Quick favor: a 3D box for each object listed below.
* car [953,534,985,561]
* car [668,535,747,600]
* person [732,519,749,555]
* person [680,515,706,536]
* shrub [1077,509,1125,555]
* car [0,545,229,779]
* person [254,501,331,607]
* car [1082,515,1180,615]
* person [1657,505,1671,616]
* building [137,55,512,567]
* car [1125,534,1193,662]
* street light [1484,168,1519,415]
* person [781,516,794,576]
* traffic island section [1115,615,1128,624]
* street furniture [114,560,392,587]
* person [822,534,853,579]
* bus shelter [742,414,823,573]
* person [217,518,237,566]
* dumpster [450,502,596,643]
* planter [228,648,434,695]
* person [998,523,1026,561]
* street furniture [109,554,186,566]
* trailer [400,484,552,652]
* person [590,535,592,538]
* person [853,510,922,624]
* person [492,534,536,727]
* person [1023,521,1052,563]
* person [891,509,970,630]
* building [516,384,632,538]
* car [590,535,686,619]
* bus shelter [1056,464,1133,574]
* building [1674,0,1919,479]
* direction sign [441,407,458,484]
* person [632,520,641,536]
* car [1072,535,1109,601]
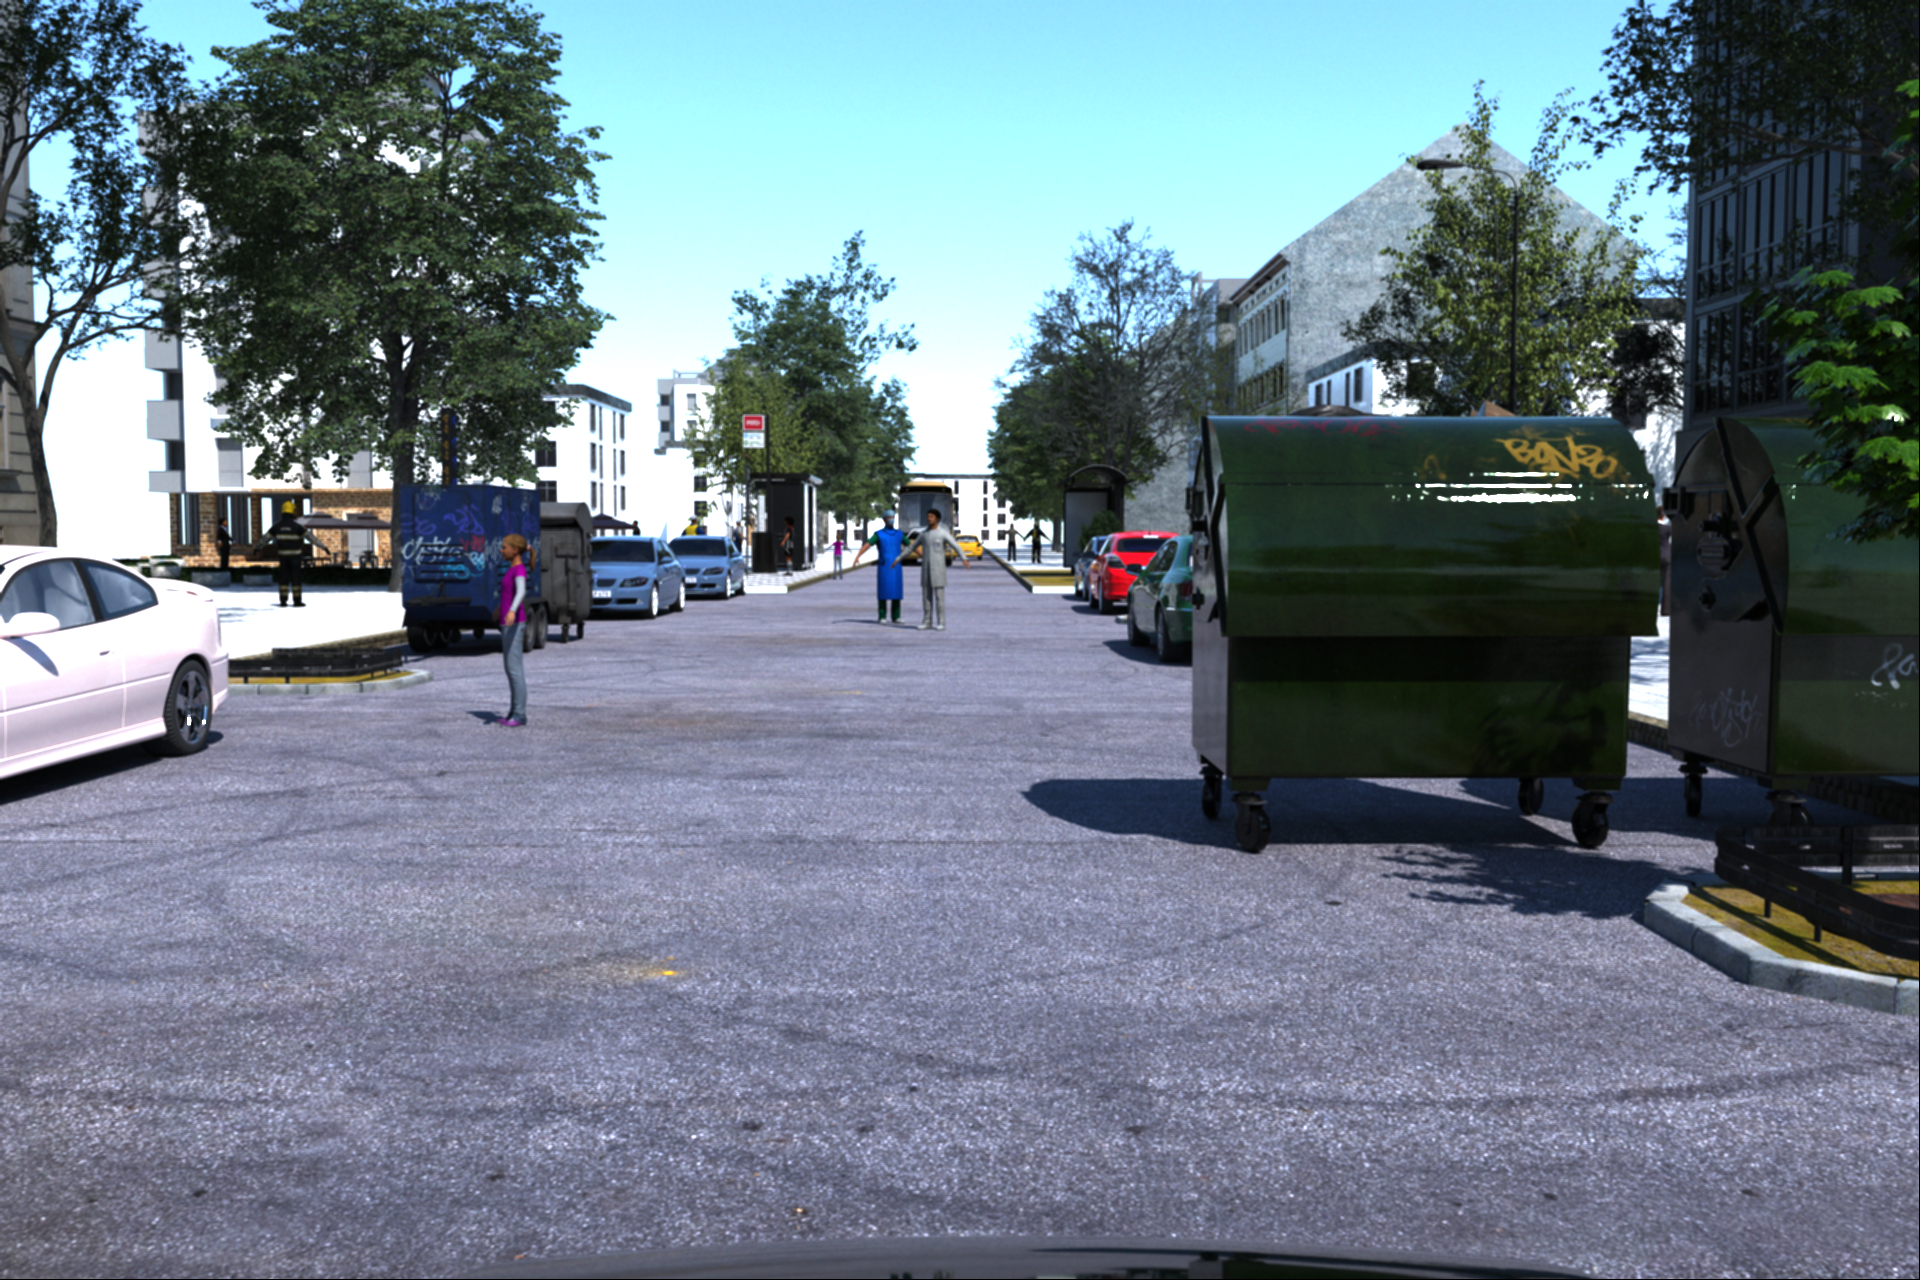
[{"bbox_3d":[0.360,-5.197,95.191,2.015,1.641,3.980,0,4,0],"label":"car"},{"bbox_3d":[-5.888,-1.664,39.210,2.014,1.417,4.499,0,4,0],"label":"car"},{"bbox_3d":[-8.400,-3.669,65.849,0.705,1.847,1.347,-2,4,-32],"label":"person"},{"bbox_3d":[-7.532,-2.641,49.152,1.349,1.833,0.705,2,4,31],"label":"person"},{"bbox_3d":[4.014,-2.636,47.514,1.690,2.028,1.600,0,3,0],"label":"shrub"},{"bbox_3d":[-5.895,0.151,9.895,2.083,1.381,4.827,0,4,0],"label":"car"},{"bbox_3d":[-11.781,-1.511,30.476,1.351,1.858,0.704,0,3,0],"label":"person"},{"bbox_3d":[3.387,-1.422,32.286,2.155,1.783,4.494,0,4,0],"label":"car"},{"bbox_3d":[11.086,-1.239,27.105,0.742,1.727,0.445,0,4,6],"label":"person"},{"bbox_3d":[-26.490,-13.059,69.929,16.016,20.090,11.380,0,3,0],"label":"building"},{"bbox_3d":[3.110,-0.549,20.769,2.131,1.459,4.920,0,4,-1],"label":"car"},{"bbox_3d":[7.431,-2.999,21.583,1.470,5.913,1.316,0,4,0],"label":"street light"},{"bbox_3d":[-5.300,-2.885,53.310,0.704,1.843,1.345,0,4,3],"label":"person"},{"bbox_3d":[3.543,-0.321,28.120,1.991,0.108,1.994,0,4,1],"label":"traffic island section"},{"bbox_3d":[-17.066,-1.773,44.615,10.072,0.657,5.734,-1,4,-14],"label":"street furniture"},{"bbox_3d":[-3.876,-2.635,54.804,0.991,1.433,0.599,-1,4,-15],"label":"person"},{"bbox_3d":[-6.215,-5.081,60.714,2.179,5.291,8.768,0,4,0],"label":"bus shelter"},{"bbox_3d":[-20.991,-2.623,49.604,0.721,1.740,1.216,0,4,-3],"label":"person"},{"bbox_3d":[-5.898,-0.914,23.167,1.865,1.857,1.264,0,3,0],"label":"dumpster"},{"bbox_3d":[-6.134,0.289,16.420,1.991,0.319,1.994,0,4,1],"label":"planter"},{"bbox_3d":[2.438,-4.598,81.313,1.348,1.813,0.705,0,4,2],"label":"person"},{"bbox_3d":[-28.508,-2.471,56.029,5.734,0.657,10.072,-2,4,-35],"label":"street furniture"},{"bbox_3d":[-5.911,-0.825,20.541,1.471,1.999,3.904,0,3,0],"label":"trailer"},{"bbox_3d":[-17.870,-4.613,81.563,1.346,1.812,0.704,-2,4,-29],"label":"person"},{"bbox_3d":[-1.107,-1.162,27.575,1.347,1.817,0.704,-2,4,-26],"label":"person"},{"bbox_3d":[-3.396,-0.075,12.942,0.599,1.433,0.991,-1,4,-20],"label":"person"},{"bbox_3d":[3.392,-4.339,76.723,1.354,1.856,0.705,2,4,24],"label":"person"},{"bbox_3d":[-0.411,-1.056,25.902,1.347,1.806,0.705,2,4,29],"label":"person"},{"bbox_3d":[-25.508,-10.321,110.901,9.099,9.664,28.070,0,4,0],"label":"building"},{"bbox_3d":[-5.984,-1.142,30.667,2.014,1.417,4.499,0,4,0],"label":"car"},{"bbox_3d":[4.055,-3.610,52.941,2.014,3.302,5.546,0,4,1],"label":"bus shelter"},{"bbox_3d":[26.802,-13.113,33.468,14.314,24.678,30.058,0,4,1],"label":"building"},{"bbox_3d":[-9.220,-2.406,31.336,0.379,3.537,0.876,0,4,-1],"label":"direction sign"},{"bbox_3d":[-12.270,-3.622,65.451,0.704,1.802,1.346,0,4,5],"label":"person"},{"bbox_3d":[3.510,-1.611,38.336,2.014,1.417,4.499,0,3,0],"label":"car"}]
